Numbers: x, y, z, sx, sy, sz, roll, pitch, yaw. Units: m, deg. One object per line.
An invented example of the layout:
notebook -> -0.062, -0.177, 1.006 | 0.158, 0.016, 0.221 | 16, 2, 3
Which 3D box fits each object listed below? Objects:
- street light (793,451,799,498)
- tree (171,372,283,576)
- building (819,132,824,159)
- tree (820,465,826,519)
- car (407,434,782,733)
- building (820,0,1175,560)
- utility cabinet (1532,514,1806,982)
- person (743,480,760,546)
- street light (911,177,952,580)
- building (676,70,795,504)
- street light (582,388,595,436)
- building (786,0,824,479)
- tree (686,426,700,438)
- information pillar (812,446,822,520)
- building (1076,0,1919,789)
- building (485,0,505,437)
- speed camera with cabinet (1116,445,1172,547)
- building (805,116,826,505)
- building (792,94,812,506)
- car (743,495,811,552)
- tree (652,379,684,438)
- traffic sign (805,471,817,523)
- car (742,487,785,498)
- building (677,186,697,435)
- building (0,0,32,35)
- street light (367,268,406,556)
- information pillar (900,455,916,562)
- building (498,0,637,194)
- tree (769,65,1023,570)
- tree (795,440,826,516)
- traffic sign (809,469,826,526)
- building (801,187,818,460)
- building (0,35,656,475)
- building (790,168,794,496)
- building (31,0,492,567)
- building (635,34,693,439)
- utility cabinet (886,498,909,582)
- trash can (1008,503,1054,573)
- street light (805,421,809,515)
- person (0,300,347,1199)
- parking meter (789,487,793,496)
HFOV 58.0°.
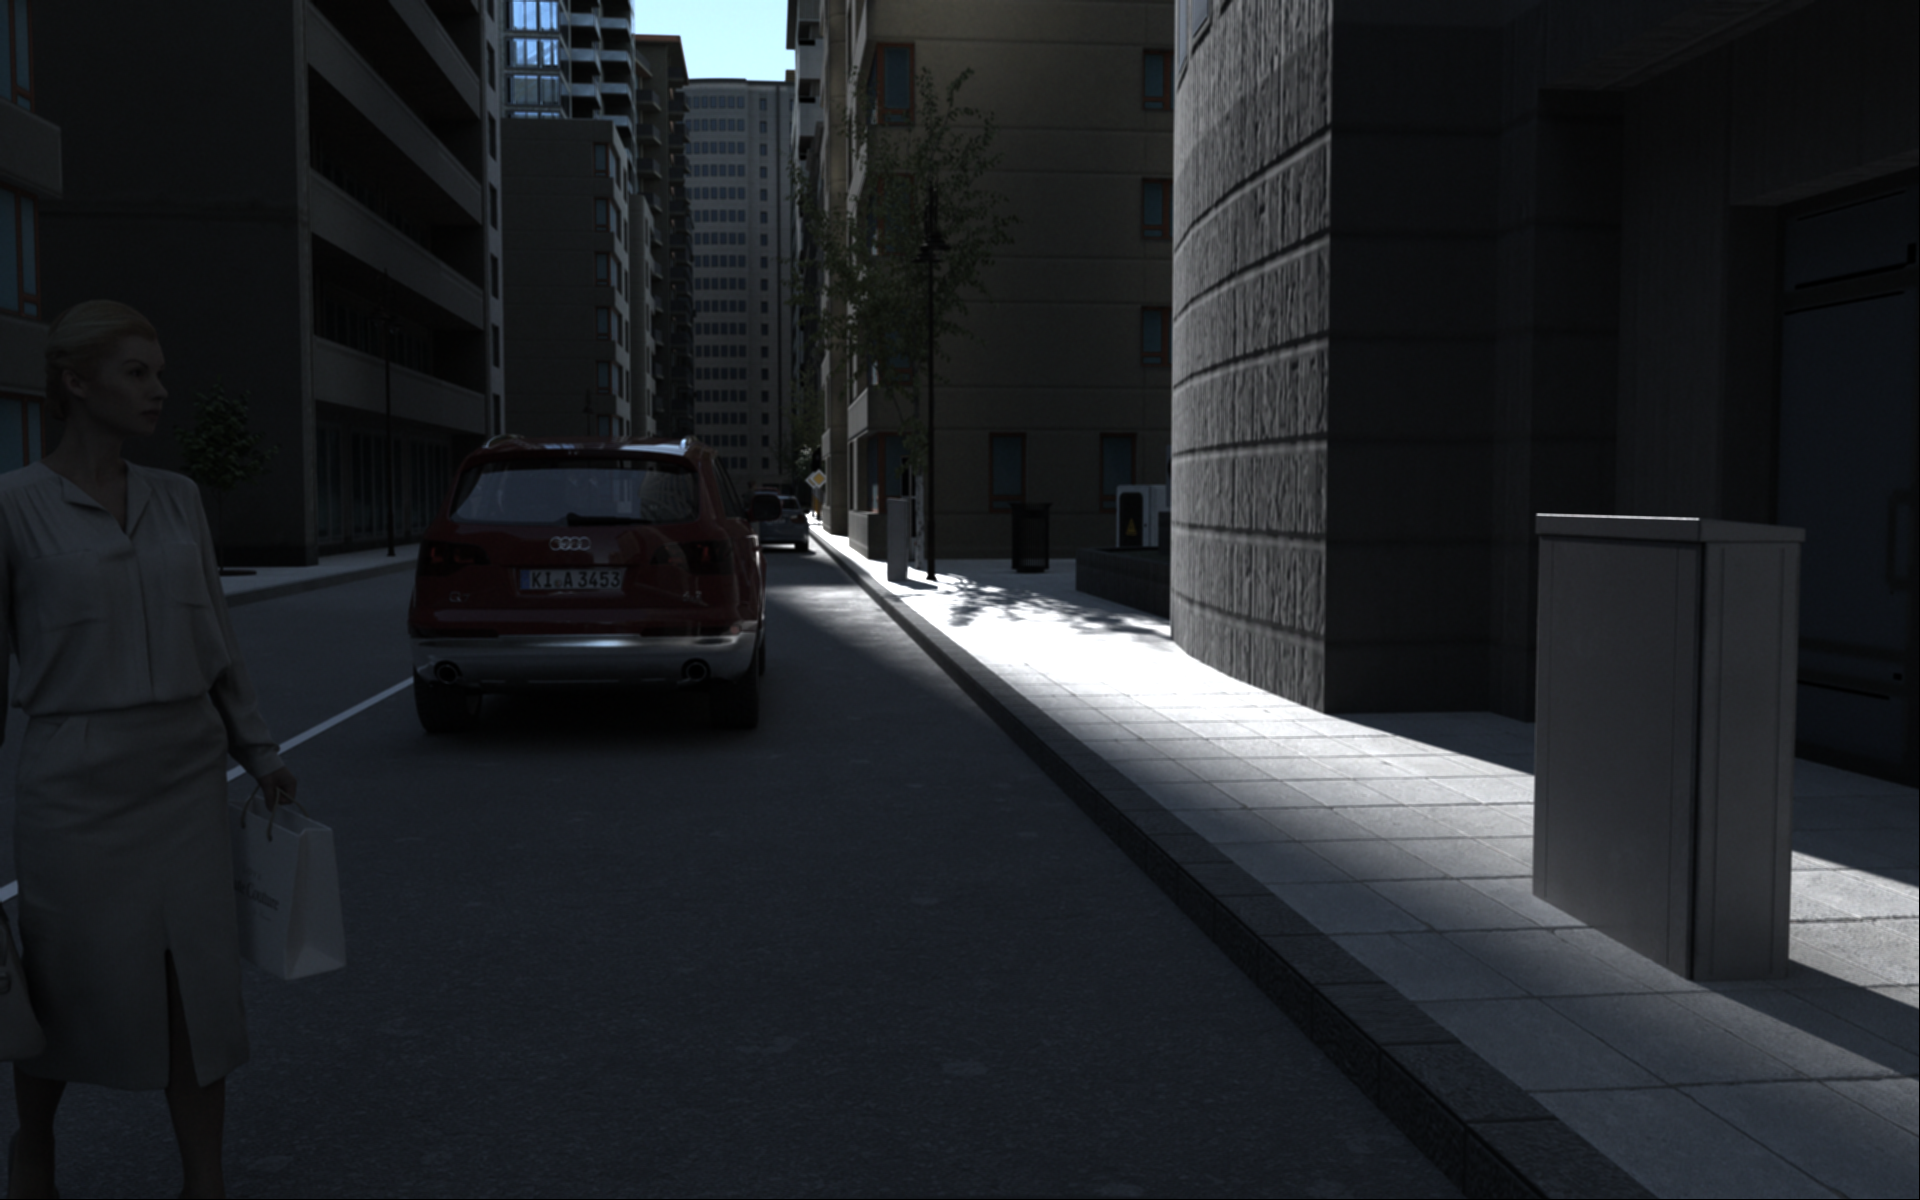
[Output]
street light -> -14.230, -10.864, 150.411 | 0.468, 5.910, 1.993 | 0, 4, -6
tree -> -11.622, -2.012, 27.506 | 1.663, 3.219, 1.824 | 0, 3, 0
building -> 4.094, -15.081, 82.728 | 21.152, 22.565, 11.583 | 0, 4, -6
tree -> -6.724, -5.833, 89.967 | 1.663, 3.219, 1.824 | 0, 3, 0
car -> -2.383, -0.204, 12.016 | 2.281, 1.827, 5.304 | 0, 4, -6
building -> 10.354, -12.479, 49.070 | 27.650, 21.520, 28.899 | 0, 4, -6
utility cabinet -> 2.022, 0.375, 5.037 | 0.306, 1.237, 1.020 | 0, 4, -5
person -> -4.842, -1.934, 40.668 | 0.362, 1.759, 0.519 | -3, 5, -41
street light -> -0.429, -3.234, 25.664 | 0.468, 5.910, 1.993 | 0, 4, -6
building -> -31.468, -42.875, 243.007 | 28.212, 58.520, 21.231 | 0, 4, -6
street light -> -16.182, -6.286, 75.564 | 0.468, 5.910, 1.993 | 0, 4, -6
building -> -3.209, -36.023, 178.217 | 28.713, 52.752, 27.495 | 0, 4, -6
tree -> -29.398, -14.338, 184.791 | 4.360, 8.622, 3.978 | 0, 3, 0
information pillar -> -7.006, -5.712, 84.746 | 0.504, 3.616, 0.183 | 2, 4, 29
building -> 12.328, -28.713, 11.449 | 21.231, 58.520, 28.212 | 0, 4, -6
building -> -23.605, -17.635, 60.028 | 14.107, 30.474, 14.160 | 0, 4, -6
speed camera with cabinet -> 3.653, -2.247, 31.071 | 0.660, 3.252, 2.038 | -2, 4, -34
building -> -3.052, -20.122, 116.388 | 14.401, 28.519, 23.554 | 0, 4, -6
building -> -8.718, -35.404, 202.552 | 21.300, 48.544, 21.600 | 0, 4, -6
car -> -4.777, -1.957, 44.004 | 2.014, 1.417, 4.499 | 0, 4, -8
tree -> -20.325, -9.873, 111.780 | 4.360, 8.622, 3.978 | 0, 3, 0
traffic sign -> -6.453, -4.453, 76.445 | 0.795, 2.450, 0.064 | 0, 4, -6
car -> -10.258, -5.007, 90.538 | 2.281, 1.827, 5.304 | 0, 4, -8
building -> -44.003, -31.583, 208.271 | 23.993, 40.220, 32.217 | 0, 4, -6
building -> -23.487, -9.825, 5.674 | 27.650, 21.520, 28.899 | 0, 4, -6
street light -> -11.753, -3.843, 35.614 | 0.468, 5.910, 1.993 | 0, 4, -6
information pillar -> -0.924, -1.745, 33.028 | 0.304, 2.012, 0.304 | -3, 5, -39
building -> -34.521, -49.927, 128.983 | 22.319, 86.520, 31.000 | 0, 4, -6
tree -> -0.908, -4.817, 29.112 | 4.737, 8.622, 4.395 | 0, 3, 0
tree -> -7.961, -7.178, 101.067 | 4.285, 4.588, 4.351 | 0, 3, 0
traffic sign -> -5.574, -3.967, 68.508 | 0.795, 2.450, 0.064 | 0, 4, -6
building -> -5.404, -21.194, 140.036 | 14.314, 27.812, 24.014 | 0, 4, -6
building -> -31.350, -15.178, 93.207 | 27.650, 21.520, 28.899 | 0, 4, -6
building -> -14.442, -32.813, 220.090 | 14.154, 41.232, 14.086 | 0, 4, -6
building -> -23.255, -25.355, 38.264 | 21.300, 48.544, 21.600 | 0, 4, -6
building -> -36.686, -31.071, 162.633 | 22.147, 44.769, 28.867 | 0, 4, -6
utility cabinet -> -0.921, -0.897, 25.834 | 0.306, 1.237, 1.020 | 0, 4, 0
trash can -> 1.148, -1.013, 28.213 | 0.748, 1.137, 0.748 | 0, 3, 0
street light -> -9.489, -8.247, 107.623 | 0.468, 5.910, 1.993 | 0, 4, -6
person -> -1.562, 0.343, 3.240 | 0.694, 1.780, 0.624 | -3, 4, -38
parking meter -> -14.251, -8.595, 146.235 | 0.255, 1.863, 0.399 | -1, 4, -12
